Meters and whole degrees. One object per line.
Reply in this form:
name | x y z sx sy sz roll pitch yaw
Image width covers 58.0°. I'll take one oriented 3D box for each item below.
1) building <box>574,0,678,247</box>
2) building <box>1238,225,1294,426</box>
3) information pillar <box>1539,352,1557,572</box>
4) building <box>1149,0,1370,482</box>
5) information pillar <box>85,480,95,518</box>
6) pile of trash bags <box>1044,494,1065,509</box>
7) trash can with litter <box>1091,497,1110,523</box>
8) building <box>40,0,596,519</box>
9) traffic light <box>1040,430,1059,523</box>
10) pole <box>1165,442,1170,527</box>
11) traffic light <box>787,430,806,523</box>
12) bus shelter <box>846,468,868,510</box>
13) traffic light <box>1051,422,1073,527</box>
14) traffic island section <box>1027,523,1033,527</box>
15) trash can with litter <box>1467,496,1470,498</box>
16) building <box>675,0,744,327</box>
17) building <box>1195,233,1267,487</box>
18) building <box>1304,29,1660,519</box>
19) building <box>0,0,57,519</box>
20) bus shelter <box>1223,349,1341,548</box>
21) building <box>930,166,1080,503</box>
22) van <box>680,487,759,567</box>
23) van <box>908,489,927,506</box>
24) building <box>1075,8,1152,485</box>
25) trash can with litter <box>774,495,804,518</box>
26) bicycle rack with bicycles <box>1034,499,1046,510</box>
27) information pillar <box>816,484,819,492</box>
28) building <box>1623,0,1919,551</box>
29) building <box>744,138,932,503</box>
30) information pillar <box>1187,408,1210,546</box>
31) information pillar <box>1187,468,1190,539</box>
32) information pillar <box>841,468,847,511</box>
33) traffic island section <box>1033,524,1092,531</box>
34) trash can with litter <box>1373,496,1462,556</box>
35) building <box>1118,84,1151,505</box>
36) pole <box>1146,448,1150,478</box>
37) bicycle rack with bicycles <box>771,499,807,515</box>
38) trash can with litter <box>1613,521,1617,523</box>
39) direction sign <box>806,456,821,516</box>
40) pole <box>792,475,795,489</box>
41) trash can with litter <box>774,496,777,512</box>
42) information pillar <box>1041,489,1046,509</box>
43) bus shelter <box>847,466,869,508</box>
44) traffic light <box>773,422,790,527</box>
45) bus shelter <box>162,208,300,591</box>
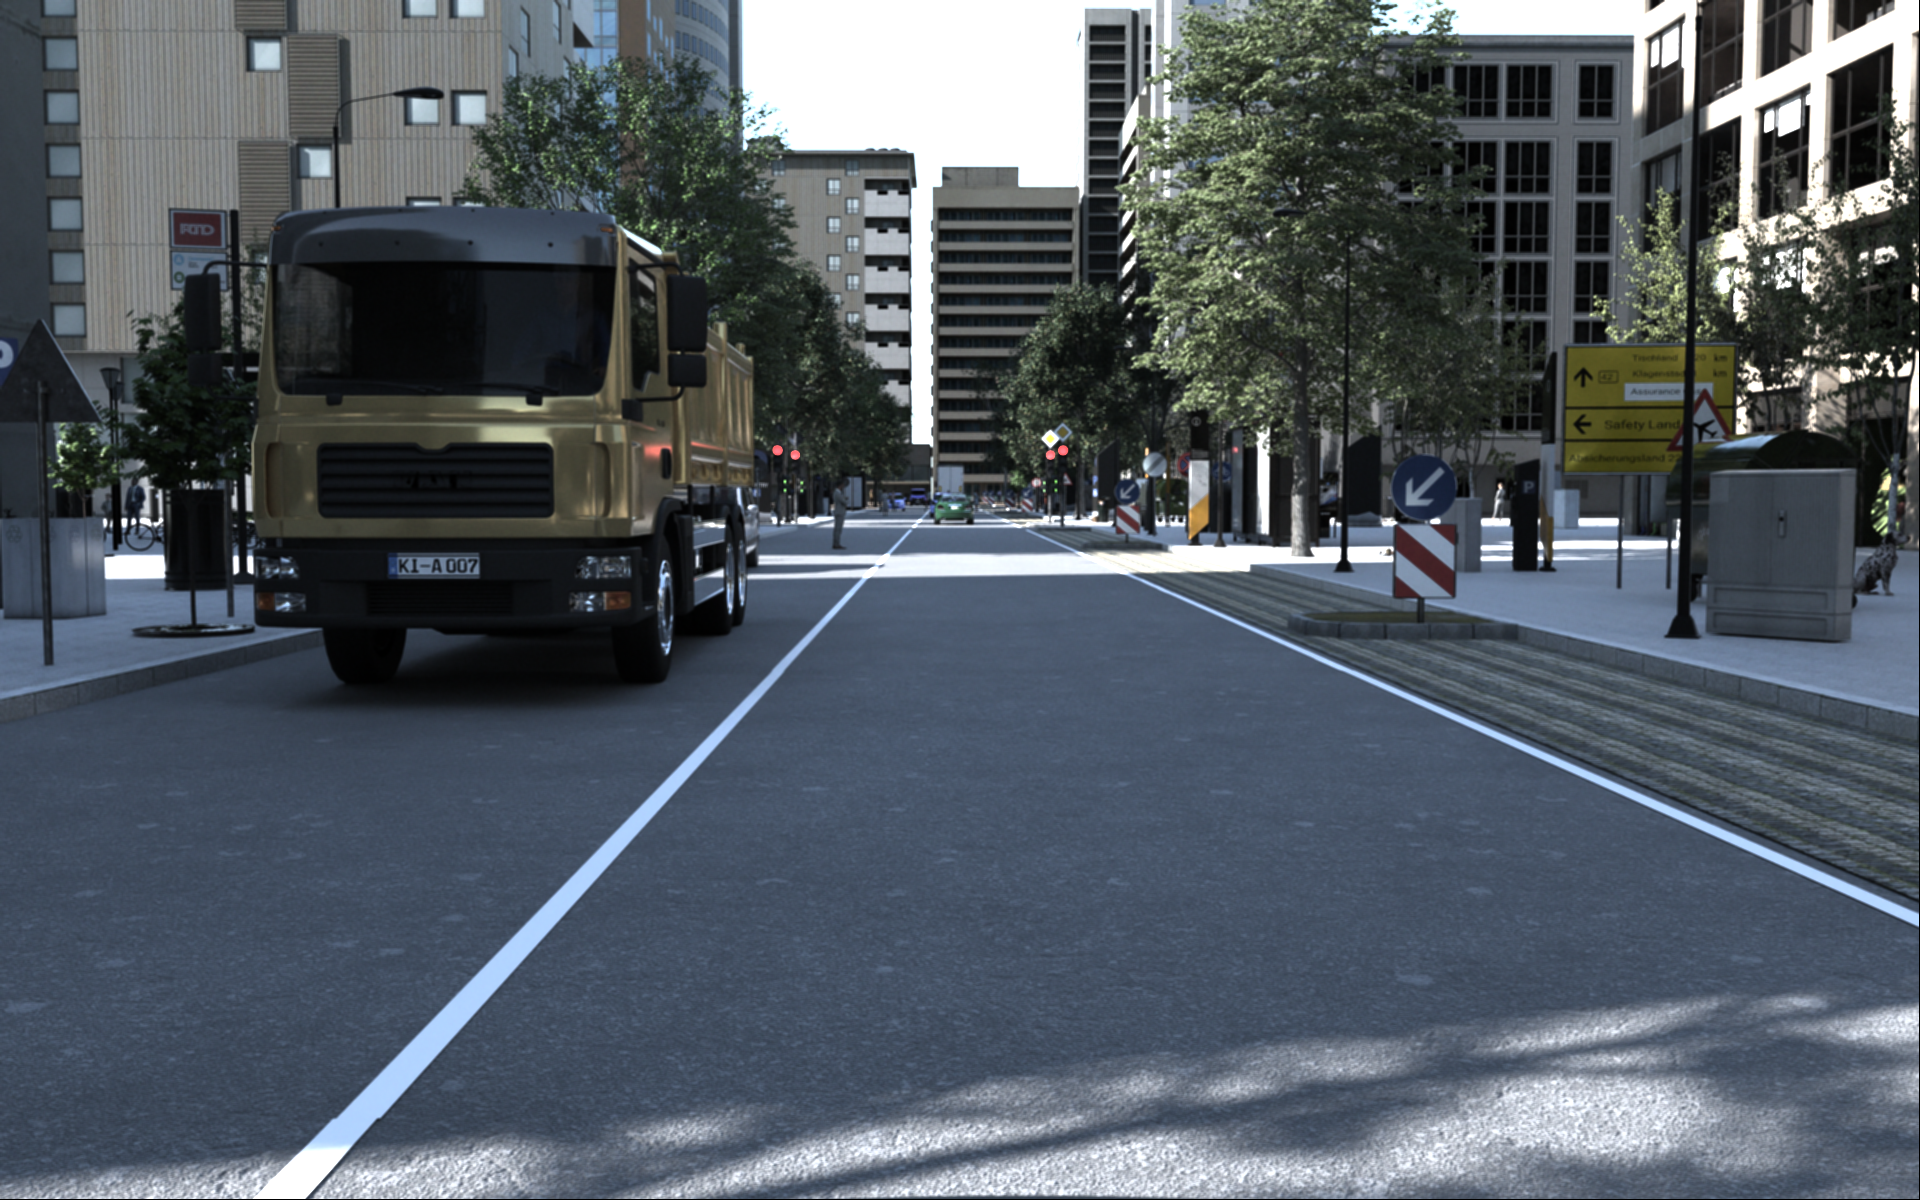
building | -29.271 -29.372 130.344 14.600 45.320 14.200 0 4 -1
building | 25.616 -16.138 118.615 10.420 20.320 16.860 0 4 -1
information pillar | 9.774 -2.289 28.785 0.183 3.616 0.504 0 4 2
building | 29.992 -38.808 176.505 21.231 58.520 28.212 0 4 -1
information pillar | -31.617 -3.572 62.895 0.304 2.012 0.304 -1 4 -16
pile of trash bags | 8.038 -7.556 133.297 3.447 1.369 1.912 2 4 27
trash can with litter | 6.270 -4.062 77.804 0.624 1.170 1.055 -2 4 -34
building | -36.928 -31.316 101.256 28.713 52.752 27.495 0 4 -1
traffic light | 3.921 -5.308 75.713 0.839 4.253 0.868 0 4 -1
pole | 8.155 -4.530 67.916 0.158 3.312 0.155 0 3 0
traffic light | -7.140 -5.302 75.600 0.839 4.253 0.868 0 4 -1
bus shelter | -8.446 -8.833 138.347 2.014 3.302 5.546 0 4 -1
traffic light | 3.991 -4.820 67.728 0.839 4.253 0.868 0 4 -1
traffic island section | 3.961 -3.275 75.827 2.009 0.180 2.903 0 4 -1
trash can with litter | 19.199 -3.444 67.366 2.233 1.210 1.678 0 4 4
building | -32.526 -38.045 164.035 21.231 58.520 28.212 0 4 -1
building | 26.482 -18.190 139.209 13.314 21.916 24.055 0 4 -1
building | 32.106 -18.443 95.046 24.014 27.812 14.314 0 4 -1
building | -66.101 -28.864 95.633 21.600 48.544 21.300 0 4 -1
bus shelter | 8.242 -4.152 45.522 2.179 5.291 8.768 0 4 0
building | 6.416 -38.813 258.293 21.600 48.544 21.300 0 4 -1
van | -4.764 -1.571 32.696 2.013 2.044 4.112 0 4 -2
van | -4.940 -12.226 204.281 2.240 2.365 5.245 0 4 -1
building | 27.996 -50.170 258.525 20.611 71.187 20.563 0 4 -1
trash can with litter | -9.239 -5.037 93.407 1.678 1.210 2.233 0 4 -2
bicycle rack with bicycles | 7.542 -7.590 137.473 2.852 0.926 2.925 -2 4 -24
information pillar | -10.586 -7.639 129.381 0.304 2.012 0.304 1 4 18
building | 30.469 -14.185 36.442 19.350 26.468 34.151 0 4 -1
building | -18.165 -41.142 261.909 27.495 52.752 28.713 0 4 -1
information pillar | 5.870 -3.133 42.582 0.504 3.616 0.183 0 4 -8
information pillar | 6.637 -2.743 49.347 0.304 2.012 0.304 0 4 6
information pillar | -8.949 -8.686 133.367 0.504 3.616 0.183 2 4 24
traffic island section | 4.031 -2.787 67.843 2.009 0.180 2.903 0 4 -1
trash can with litter | 9.410 -1.581 36.911 1.678 1.210 2.233 3 5 43
building | 30.066 -35.350 201.671 21.300 48.544 21.600 0 4 -1
pole | 8.344 -5.081 76.911 0.158 3.312 0.155 0 3 0
bicycle rack with bicycles | -11.827 -6.656 122.213 2.852 0.926 2.925 -1 4 -10
trash can with litter | 30.074 -4.077 77.711 1.678 1.210 2.233 0 4 -3
direction sign | -8.637 -6.742 102.221 0.876 3.537 0.379 -1 4 -16
pole | -11.011 -7.400 114.835 0.158 3.312 0.155 0 3 0
trash can with litter | -12.270 -6.585 119.058 1.055 1.170 0.624 2 4 35
information pillar | 7.197 -8.866 149.443 0.304 2.012 0.304 -3 5 -43
bus shelter | -8.710 -9.541 147.278 1.731 3.624 6.357 0 4 0
traffic light | -7.070 -4.813 67.616 0.839 4.253 0.868 0 4 -1
bus shelter | -10.043 -3.028 27.134 2.179 5.291 8.768 0 4 -1
